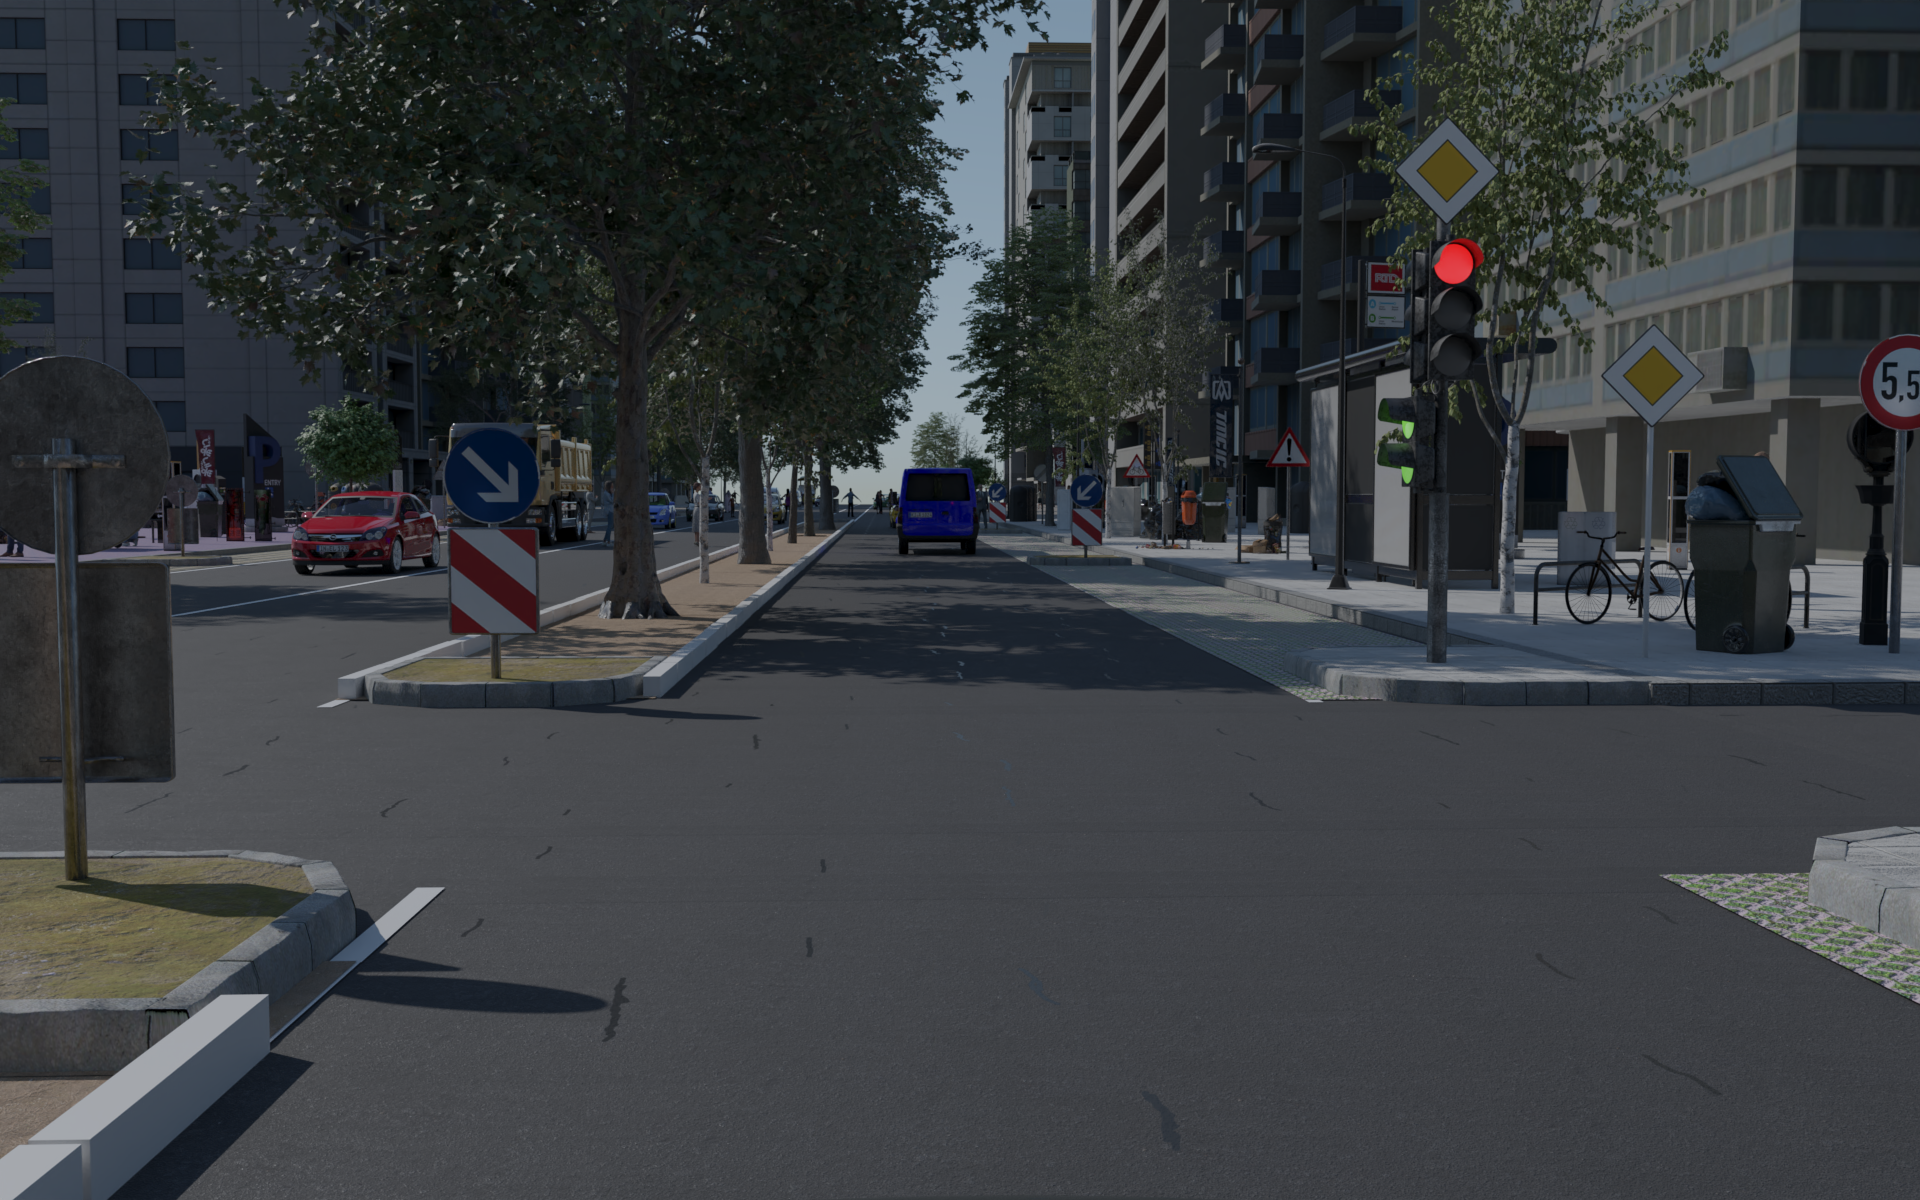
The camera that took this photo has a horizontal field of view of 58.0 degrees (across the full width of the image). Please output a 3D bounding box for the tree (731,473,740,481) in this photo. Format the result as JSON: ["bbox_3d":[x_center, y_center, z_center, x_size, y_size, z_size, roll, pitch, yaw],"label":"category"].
[{"bbox_3d":[-24.451,-16.189,182.817,7.486,12.596,7.792,0,3,0],"label":"tree"}]

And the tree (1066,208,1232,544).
[{"bbox_3d":[5.046,-5.718,43.847,4.360,8.622,3.978,0,3,0],"label":"tree"}]

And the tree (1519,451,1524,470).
[{"bbox_3d":[12.224,-2.780,40.053,1.663,3.219,1.824,0,3,0],"label":"tree"}]

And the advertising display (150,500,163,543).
[{"bbox_3d":[-20.775,-2.442,45.145,0.974,1.923,0.123,2,4,28],"label":"advertising display"}]

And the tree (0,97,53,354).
[{"bbox_3d":[-18.612,-6.669,27.165,7.486,12.596,7.792,0,3,0],"label":"tree"}]

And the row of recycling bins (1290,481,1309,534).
[{"bbox_3d":[12.512,-3.032,56.692,3.534,1.692,1.069,-1,4,-9],"label":"row of recycling bins"}]

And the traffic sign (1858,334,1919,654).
[{"bbox_3d":[7.531,-0.843,13.884,0.768,2.556,0.104,0,4,-2],"label":"traffic sign"}]

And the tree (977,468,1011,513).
[{"bbox_3d":[2.290,-7.432,116.119,1.663,3.219,1.824,0,3,0],"label":"tree"}]

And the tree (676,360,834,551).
[{"bbox_3d":[-4.722,-5.501,42.762,4.360,8.622,3.978,0,3,0],"label":"tree"}]

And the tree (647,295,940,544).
[{"bbox_3d":[-4.843,-6.874,49.257,8.767,10.594,7.601,0,4,-2],"label":"tree"}]

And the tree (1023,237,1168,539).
[{"bbox_3d":[4.183,-6.093,49.987,4.737,8.622,4.395,0,3,0],"label":"tree"}]

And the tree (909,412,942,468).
[{"bbox_3d":[-3.470,-19.536,237.547,7.486,12.596,7.792,0,3,0],"label":"tree"}]

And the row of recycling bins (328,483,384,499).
[{"bbox_3d":[-22.024,-3.433,63.234,1.069,1.692,3.534,-3,5,-42],"label":"row of recycling bins"}]

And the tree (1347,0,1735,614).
[{"bbox_3d":[6.000,-4.173,18.587,4.737,8.622,4.395,0,3,0],"label":"tree"}]

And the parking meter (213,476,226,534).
[{"bbox_3d":[-23.606,-3.031,55.274,0.399,1.863,0.255,3,5,40],"label":"parking meter"}]

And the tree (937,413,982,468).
[{"bbox_3d":[-0.205,-12.490,154.568,4.360,8.622,3.978,0,3,0],"label":"tree"}]

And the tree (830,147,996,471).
[{"bbox_3d":[-5.024,-13.602,80.737,12.611,20.169,13.585,0,3,0],"label":"tree"}]

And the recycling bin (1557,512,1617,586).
[{"bbox_3d":[8.898,-0.736,24.590,0.722,1.027,0.722,2,4,26],"label":"recycling bin"}]

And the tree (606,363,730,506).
[{"bbox_3d":[-22.791,-12.890,128.884,7.486,12.596,7.792,0,3,0],"label":"tree"}]

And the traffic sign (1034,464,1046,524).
[{"bbox_3d":[3.516,-4.505,73.769,0.768,2.556,0.104,0,4,4],"label":"traffic sign"}]

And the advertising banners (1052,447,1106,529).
[{"bbox_3d":[4.448,-4.173,64.418,2.074,3.025,0.090,0,4,-1],"label":"advertising banners"}]

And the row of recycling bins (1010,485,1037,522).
[{"bbox_3d":[3.034,-4.558,81.639,1.069,1.692,3.534,1,4,12],"label":"row of recycling bins"}]

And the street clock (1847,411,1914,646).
[{"bbox_3d":[7.786,-0.620,14.707,0.471,2.002,0.358,1,4,16],"label":"street clock"}]

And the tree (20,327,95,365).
[{"bbox_3d":[-39.214,-7.676,75.871,4.360,8.622,3.978,0,3,0],"label":"tree"}]

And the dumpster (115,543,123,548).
[{"bbox_3d":[-20.343,-2.306,40.192,1.502,2.255,1.985,0,4,-3],"label":"dumpster"}]

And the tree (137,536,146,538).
[{"bbox_3d":[-24.176,-3.415,50.429,1.663,3.219,1.824,0,3,0],"label":"tree"}]

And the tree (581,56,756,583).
[{"bbox_3d":[-4.127,-4.574,27.609,4.737,8.622,4.395,0,3,0],"label":"tree"}]

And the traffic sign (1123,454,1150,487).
[{"bbox_3d":[5.682,-3.410,55.763,0.884,2.594,0.081,0,4,2],"label":"traffic sign"}]

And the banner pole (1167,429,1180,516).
[{"bbox_3d":[8.291,-4.716,67.123,0.401,3.779,0.863,-3,4,-36],"label":"banner pole"}]

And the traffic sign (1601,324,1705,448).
[{"bbox_3d":[5.396,-0.841,13.491,0.795,2.593,0.064,0,4,1],"label":"traffic sign"}]

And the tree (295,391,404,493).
[{"bbox_3d":[-19.505,-4.387,55.446,4.285,4.588,4.351,0,3,0],"label":"tree"}]

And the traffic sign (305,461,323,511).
[{"bbox_3d":[-21.350,-3.508,57.468,0.768,2.556,0.104,0,4,2],"label":"traffic sign"}]

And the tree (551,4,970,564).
[{"bbox_3d":[-4.191,-7.689,34.833,9.857,13.997,8.962,0,3,0],"label":"tree"}]

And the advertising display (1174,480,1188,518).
[{"bbox_3d":[9.835,-4.399,77.141,0.123,1.923,0.974,-1,4,-23],"label":"advertising display"}]

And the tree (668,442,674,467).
[{"bbox_3d":[-23.217,-12.065,147.622,4.360,8.622,3.978,0,3,0],"label":"tree"}]

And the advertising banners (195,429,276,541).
[{"bbox_3d":[-19.633,-3.102,46.909,2.074,3.025,0.090,0,4,-2],"label":"advertising banners"}]

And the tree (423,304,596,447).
[{"bbox_3d":[-19.650,-8.587,74.804,7.601,10.594,8.767,1,4,15],"label":"tree"}]

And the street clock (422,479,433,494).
[{"bbox_3d":[-26.139,-4.922,85.046,0.471,2.002,0.358,0,4,-8],"label":"street clock"}]

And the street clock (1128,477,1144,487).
[{"bbox_3d":[5.743,-3.185,56.652,0.471,2.002,0.358,-1,4,-20],"label":"street clock"}]

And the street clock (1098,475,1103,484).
[{"bbox_3d":[5.117,-3.697,65.009,0.471,2.002,0.358,-3,5,-42],"label":"street clock"}]

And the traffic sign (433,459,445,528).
[{"bbox_3d":[-19.295,-3.961,64.758,0.884,2.594,0.081,0,4,7],"label":"traffic sign"}]

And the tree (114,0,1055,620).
[{"bbox_3d":[-3.776,-6.128,19.656,9.611,12.733,9.660,0,3,0],"label":"tree"}]

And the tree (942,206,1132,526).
[{"bbox_3d":[3.205,-9.233,69.093,7.486,12.596,7.792,0,3,0],"label":"tree"}]

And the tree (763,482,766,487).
[{"bbox_3d":[-27.321,-15.291,244.613,1.663,3.219,1.824,0,3,0],"label":"tree"}]

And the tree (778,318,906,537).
[{"bbox_3d":[-5.183,-7.942,58.066,9.928,11.665,9.643,0,3,0],"label":"tree"}]

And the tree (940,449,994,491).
[{"bbox_3d":[0.996,-8.730,126.452,4.285,4.588,4.351,0,3,0],"label":"tree"}]

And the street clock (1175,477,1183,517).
[{"bbox_3d":[9.529,-4.334,75.429,0.358,2.002,0.471,1,4,18],"label":"street clock"}]

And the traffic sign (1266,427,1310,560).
[{"bbox_3d":[6.389,-2.060,33.680,0.884,2.594,0.081,0,4,3],"label":"traffic sign"}]
